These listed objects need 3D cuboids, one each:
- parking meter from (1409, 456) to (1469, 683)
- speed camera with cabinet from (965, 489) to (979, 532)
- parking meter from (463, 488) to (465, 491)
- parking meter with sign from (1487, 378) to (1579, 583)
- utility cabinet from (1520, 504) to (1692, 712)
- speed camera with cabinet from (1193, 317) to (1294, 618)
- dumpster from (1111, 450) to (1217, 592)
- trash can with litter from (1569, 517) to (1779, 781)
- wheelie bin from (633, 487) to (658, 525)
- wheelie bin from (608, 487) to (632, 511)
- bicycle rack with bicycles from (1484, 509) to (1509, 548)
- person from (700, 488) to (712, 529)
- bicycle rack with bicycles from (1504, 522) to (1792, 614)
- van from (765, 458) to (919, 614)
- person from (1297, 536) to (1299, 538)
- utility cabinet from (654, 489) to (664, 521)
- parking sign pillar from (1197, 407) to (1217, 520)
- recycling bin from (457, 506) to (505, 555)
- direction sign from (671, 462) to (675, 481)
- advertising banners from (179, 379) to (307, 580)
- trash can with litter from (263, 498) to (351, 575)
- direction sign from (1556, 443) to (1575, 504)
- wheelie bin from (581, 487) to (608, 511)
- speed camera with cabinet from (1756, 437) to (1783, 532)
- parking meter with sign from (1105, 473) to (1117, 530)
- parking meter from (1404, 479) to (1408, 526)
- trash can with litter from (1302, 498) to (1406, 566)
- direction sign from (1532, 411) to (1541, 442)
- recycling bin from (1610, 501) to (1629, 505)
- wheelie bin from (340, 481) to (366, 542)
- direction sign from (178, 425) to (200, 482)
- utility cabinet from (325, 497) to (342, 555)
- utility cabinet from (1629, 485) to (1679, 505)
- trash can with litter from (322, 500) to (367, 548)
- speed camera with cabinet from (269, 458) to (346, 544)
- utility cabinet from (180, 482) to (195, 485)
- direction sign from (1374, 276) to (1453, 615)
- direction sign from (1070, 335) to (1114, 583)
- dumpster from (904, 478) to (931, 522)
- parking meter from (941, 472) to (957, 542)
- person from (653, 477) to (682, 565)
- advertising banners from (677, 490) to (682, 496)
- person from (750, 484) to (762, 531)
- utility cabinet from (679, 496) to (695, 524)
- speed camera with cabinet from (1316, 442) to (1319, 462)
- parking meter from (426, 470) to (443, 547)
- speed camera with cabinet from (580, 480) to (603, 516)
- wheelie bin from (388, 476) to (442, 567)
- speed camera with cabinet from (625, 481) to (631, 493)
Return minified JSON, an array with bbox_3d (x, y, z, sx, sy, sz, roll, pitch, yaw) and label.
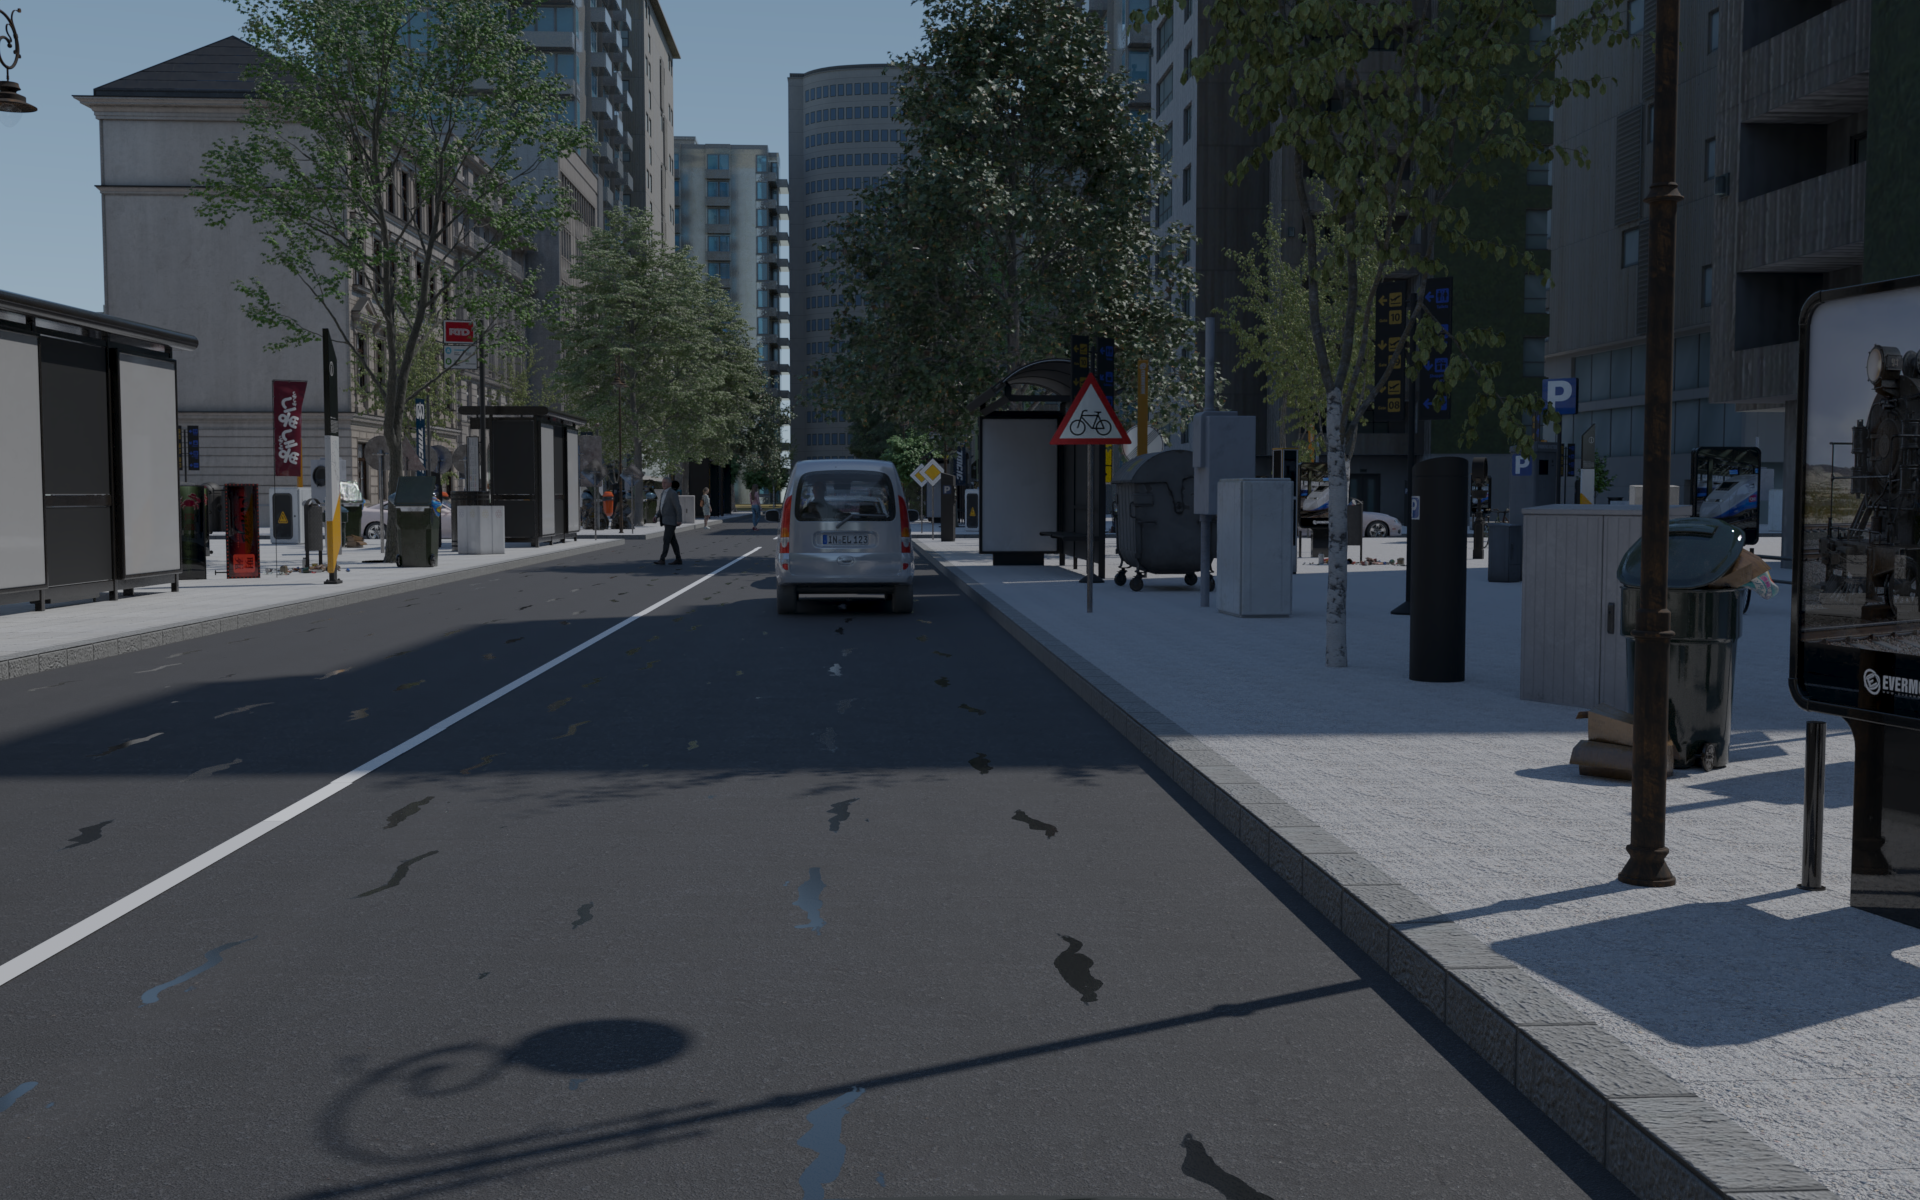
[{"bbox_3d":[3.293,-0.214,11.915,0.372,1.533,0.369,0,3,0],"label":"parking meter"},{"bbox_3d":[0.985,-3.931,58.613,0.660,3.252,2.038,-3,4,-37],"label":"speed camera with cabinet"},{"bbox_3d":[-13.332,-2.375,47.250,0.372,1.533,0.369,0,3,0],"label":"parking meter"},{"bbox_3d":[8.445,-1.795,25.603,1.738,3.016,0.543,-3,5,-43],"label":"parking meter with sign"},{"bbox_3d":[3.850,0.046,10.408,0.306,1.237,1.020,-2,4,-29],"label":"utility cabinet"},{"bbox_3d":[3.065,-1.499,18.841,0.660,3.252,2.038,0,4,-6],"label":"speed camera with cabinet"},{"bbox_3d":[2.788,-1.081,23.430,1.264,1.857,1.865,0,4,-3],"label":"dumpster"},{"bbox_3d":[3.288,0.207,8.007,0.624,1.170,1.055,3,5,43],"label":"trash can with litter"},{"bbox_3d":[-13.622,-4.140,75.603,0.980,1.594,0.693,3,4,36],"label":"wheelie bin"},{"bbox_3d":[-18.035,-5.136,91.886,0.693,1.594,0.980,3,5,43],"label":"wheelie bin"},{"bbox_3d":[13.440,-1.702,41.211,2.925,0.926,2.852,-2,4,-29],"label":"bicycle rack with bicycles"},{"bbox_3d":[-10.483,-3.793,71.513,0.522,1.701,0.512,-2,4,-33],"label":"person"},{"bbox_3d":[7.787,-0.338,18.907,2.852,0.926,2.925,0,4,3],"label":"bicycle rack with bicycles"},{"bbox_3d":[-1.496,-0.925,22.132,2.013,2.044,4.112,0,4,-5],"label":"van"},{"bbox_3d":[10.594,-2.789,54.771,0.731,1.740,0.598,0,4,8],"label":"person"},{"bbox_3d":[-14.539,-4.575,83.488,1.173,1.500,0.318,-2,4,-28],"label":"utility cabinet"},{"bbox_3d":[7.124,-3.669,48.460,1.447,3.967,1.447,-3,5,-43],"label":"parking sign pillar"},{"bbox_3d":[-10.214,-1.492,36.941,0.722,1.027,0.722,3,4,36],"label":"recycling bin"},{"bbox_3d":[-17.675,-7.037,107.050,0.379,3.537,0.876,-2,4,-32],"label":"direction sign"},{"bbox_3d":[-10.905,-1.835,26.196,2.074,3.025,0.090,-2,4,-35],"label":"advertising banners"},{"bbox_3d":[-10.872,-1.060,28.394,1.678,1.210,2.233,0,4,4],"label":"trash can with litter"},{"bbox_3d":[27.113,-5.235,77.587,0.876,3.537,0.379,-1,4,-11],"label":"direction sign"},{"bbox_3d":[-14.474,-3.679,68.060,0.693,1.594,0.980,1,4,16],"label":"wheelie bin"},{"bbox_3d":[27.916,-3.975,59.333,0.660,3.252,2.038,-1,4,-15],"label":"speed camera with cabinet"},{"bbox_3d":[5.967,-4.016,61.920,1.738,3.016,0.543,-1,4,-16],"label":"parking meter with sign"},{"bbox_3d":[17.826,-3.853,68.708,0.255,1.863,0.399,-1,4,-18],"label":"parking meter"},{"bbox_3d":[7.346,-1.241,31.349,2.233,1.210,1.678,3,5,40],"label":"trash can with litter"},{"bbox_3d":[15.783,-3.397,47.539,0.379,3.537,0.876,0,4,6],"label":"direction sign"},{"bbox_3d":[24.458,-3.135,63.818,0.722,1.027,0.722,-3,4,-36],"label":"recycling bin"},{"bbox_3d":[-15.193,-2.129,42.723,0.693,1.594,0.980,3,5,42],"label":"wheelie bin"},{"bbox_3d":[-25.558,-3.987,57.181,0.876,3.537,0.379,-1,4,-9],"label":"direction sign"},{"bbox_3d":[-13.386,-1.582,37.024,0.306,1.237,1.020,-1,4,-22],"label":"utility cabinet"},{"bbox_3d":[17.520,-2.143,43.722,1.173,1.500,0.318,0,4,-7],"label":"utility cabinet"},{"bbox_3d":[-14.719,-1.839,41.461,1.055,1.170,0.624,1,4,10],"label":"trash can with litter"},{"bbox_3d":[-16.670,-3.051,44.220,2.038,3.252,0.660,1,4,22],"label":"speed camera with cabinet"},{"bbox_3d":[-13.931,-1.373,31.126,0.318,1.500,1.173,-2,4,-29],"label":"utility cabinet"},{"bbox_3d":[4.794,-1.615,18.398,0.876,3.537,0.379,3,5,43],"label":"direction sign"},{"bbox_3d":[1.908,-2.018,24.987,0.876,3.537,0.379,-3,5,-42],"label":"direction sign"},{"bbox_3d":[-1.768,-4.668,78.821,1.502,2.255,1.985,0,4,-3],"label":"dumpster"},{"bbox_3d":[-0.304,-2.507,46.705,0.399,1.863,0.255,1,4,14],"label":"parking meter"},{"bbox_3d":[-5.927,-1.590,34.893,0.661,1.777,0.834,3,5,41],"label":"person"},{"bbox_3d":[-17.059,-6.656,105.008,0.090,3.025,2.074,-2,4,-28],"label":"advertising banners"},{"bbox_3d":[-7.929,-3.602,67.397,0.555,1.821,0.388,2,4,27],"label":"person"},{"bbox_3d":[-12.036,-3.915,75.168,1.020,1.237,0.306,0,4,-1],"label":"utility cabinet"},{"bbox_3d":[12.097,-3.918,58.401,0.660,3.252,2.038,1,4,22],"label":"speed camera with cabinet"},{"bbox_3d":[-12.653,-2.195,41.604,0.399,1.863,0.255,-2,4,-29],"label":"parking meter"},{"bbox_3d":[-23.520,-7.023,109.169,2.038,3.252,0.660,1,4,23],"label":"speed camera with cabinet"},{"bbox_3d":[-9.557,-1.379,30.459,0.980,1.594,0.693,0,4,-1],"label":"wheelie bin"},{"bbox_3d":[-19.517,-6.725,104.297,0.660,3.252,2.038,1,4,14],"label":"speed camera with cabinet"}]
